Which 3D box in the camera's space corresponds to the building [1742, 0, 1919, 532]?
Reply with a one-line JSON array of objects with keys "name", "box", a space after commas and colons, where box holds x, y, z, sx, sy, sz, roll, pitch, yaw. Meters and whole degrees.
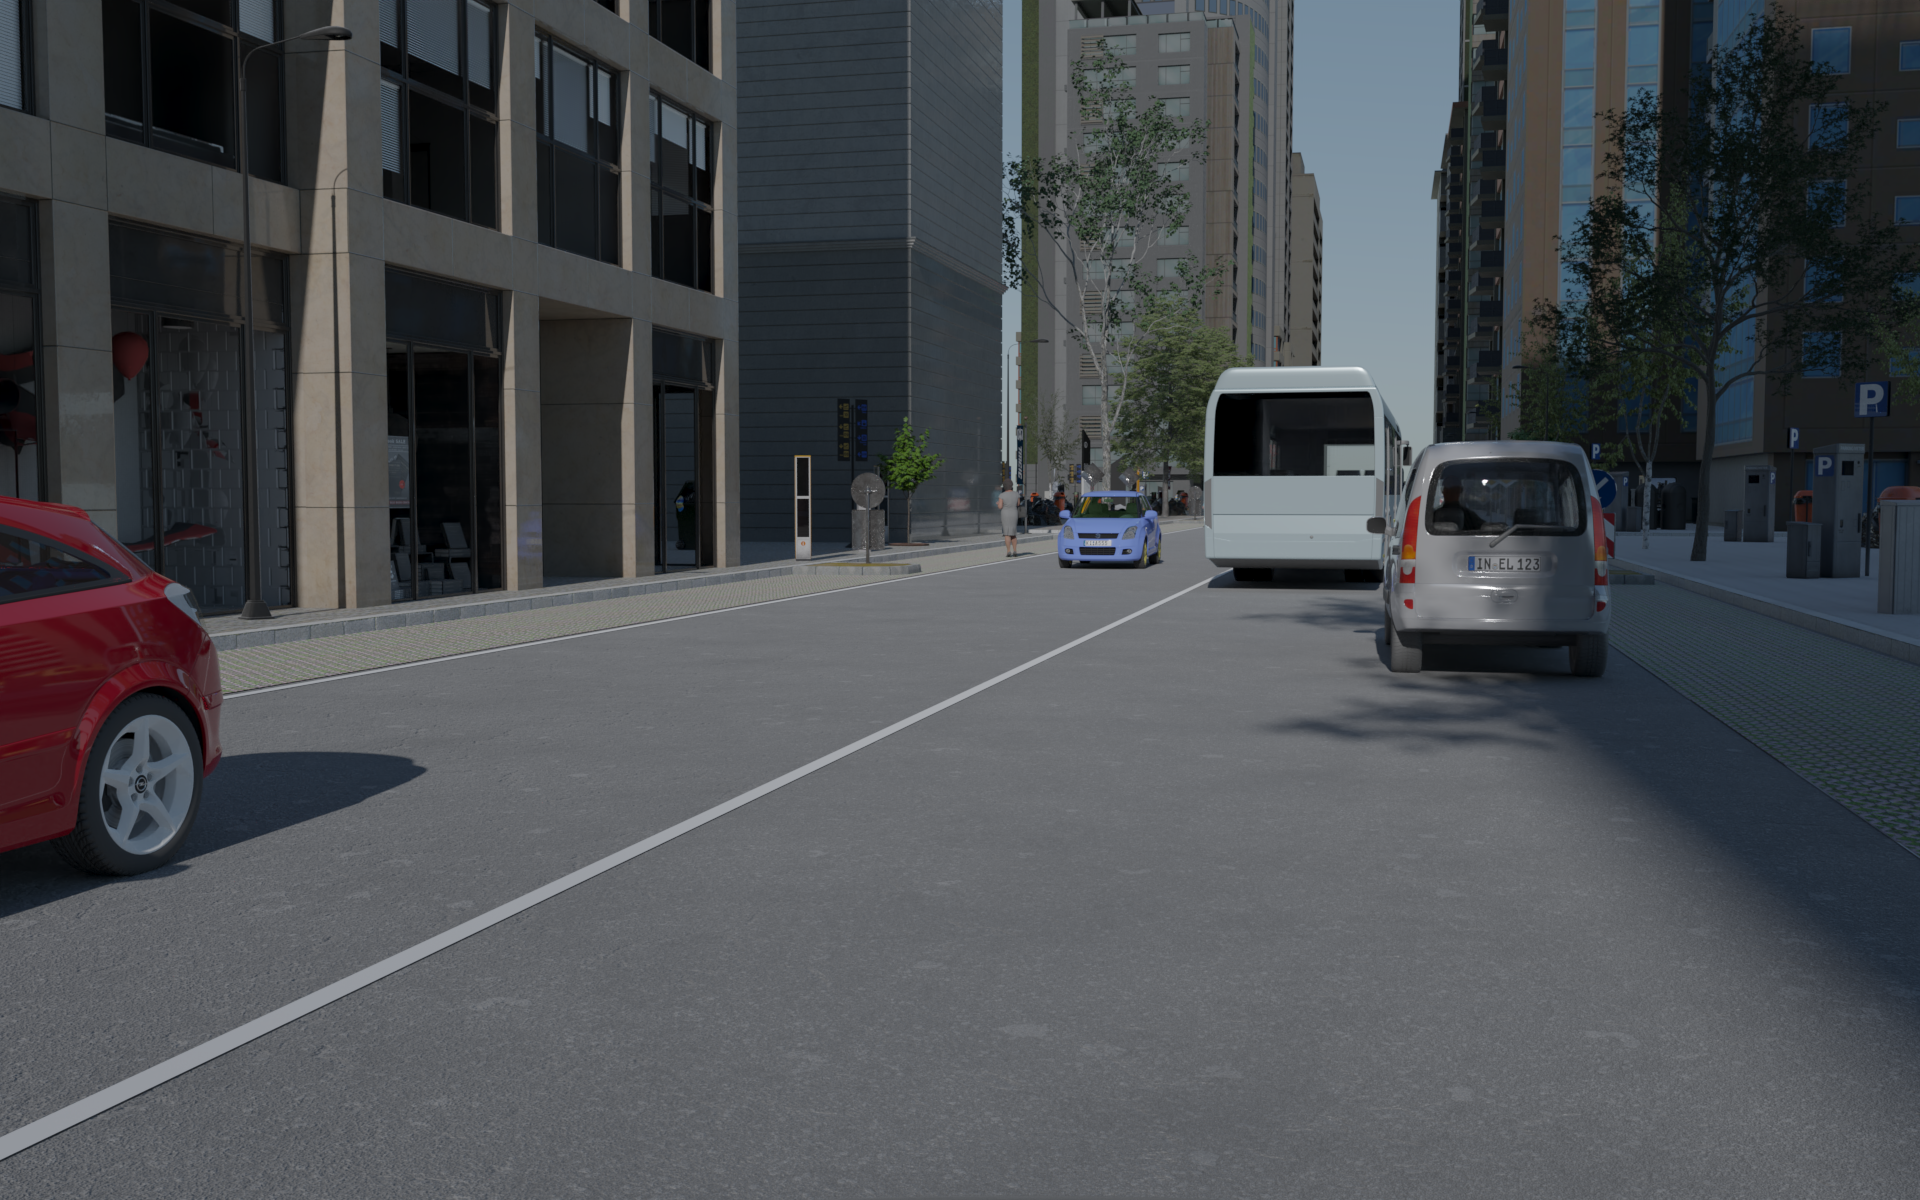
[{"name": "building", "box": [35.796, -25.222, 62.490, 14.200, 45.320, 14.600, 1, 4, 14]}]

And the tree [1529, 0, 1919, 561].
[{"name": "tree", "box": [14.476, -6.015, 32.761, 7.601, 10.594, 8.767, 1, 4, 18]}]

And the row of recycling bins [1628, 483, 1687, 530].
[{"name": "row of recycling bins", "box": [24.401, -3.402, 62.731, 3.534, 1.692, 1.069, 1, 4, 21]}]

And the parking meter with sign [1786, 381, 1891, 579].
[{"name": "parking meter with sign", "box": [13.442, -1.854, 26.570, 1.738, 3.016, 0.543, -2, 4, -28]}]

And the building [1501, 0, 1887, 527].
[{"name": "building", "box": [33.303, -26.358, 81.057, 14.600, 45.320, 14.200, 1, 4, 14]}]

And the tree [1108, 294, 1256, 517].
[{"name": "tree", "box": [12.125, -11.019, 98.291, 7.486, 12.596, 7.792, 0, 3, 0]}]

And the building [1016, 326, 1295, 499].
[{"name": "building", "box": [22.842, -21.425, 195.337, 27.650, 21.520, 28.899, 1, 4, 14]}]

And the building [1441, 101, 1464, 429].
[{"name": "building", "box": [64.392, -32.681, 188.963, 22.147, 44.769, 28.867, 1, 4, 14]}]

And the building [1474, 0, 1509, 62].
[{"name": "building", "box": [43.888, -27.780, 108.821, 22.147, 44.769, 28.867, 1, 4, 14]}]

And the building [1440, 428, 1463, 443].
[{"name": "building", "box": [56.534, -51.736, 158.548, 22.319, 86.520, 31.000, 1, 4, 14]}]

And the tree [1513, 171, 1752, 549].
[{"name": "tree", "box": [16.134, -5.505, 40.369, 4.737, 8.622, 4.395, 0, 3, 0]}]

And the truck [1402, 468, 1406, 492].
[{"name": "truck", "box": [42.859, -11.093, 171.123, 2.967, 4.110, 18.799, 1, 4, 12]}]

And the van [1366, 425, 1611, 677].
[{"name": "van", "box": [4.570, -0.493, 15.072, 2.013, 2.044, 4.112, 1, 4, 13]}]

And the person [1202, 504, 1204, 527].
[{"name": "person", "box": [10.693, -4.025, 74.174, 0.638, 1.841, 0.748, -2, 4, -32]}]

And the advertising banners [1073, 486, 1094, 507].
[{"name": "advertising banners", "box": [8.181, -7.216, 114.161, 0.090, 3.025, 2.074, -3, 5, -41]}]

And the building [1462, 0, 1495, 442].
[{"name": "building", "box": [47.483, -27.781, 137.816, 14.154, 41.232, 14.086, 1, 4, 14]}]

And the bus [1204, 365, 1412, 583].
[{"name": "bus", "box": [6.570, -2.233, 31.371, 2.948, 3.499, 13.247, 1, 4, 15]}]

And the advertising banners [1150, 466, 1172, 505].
[{"name": "advertising banners", "box": [12.459, -6.789, 107.190, 2.074, 3.025, 0.090, -3, 5, -45]}]

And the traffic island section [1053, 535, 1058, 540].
[{"name": "traffic island section", "box": [4.191, -2.017, 55.259, 2.009, 0.180, 2.903, 1, 4, 14]}]

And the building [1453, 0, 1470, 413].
[{"name": "building", "box": [71.709, -47.821, 220.117, 20.563, 71.187, 20.611, 1, 4, 14]}]

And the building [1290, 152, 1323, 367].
[{"name": "building", "box": [40.492, -38.325, 250.321, 21.300, 48.544, 21.600, 1, 4, 14]}]

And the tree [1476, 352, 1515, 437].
[{"name": "tree", "box": [23.425, -7.214, 68.305, 4.737, 8.622, 4.395, 0, 3, 0]}]

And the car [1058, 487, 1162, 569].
[{"name": "car", "box": [3.001, -1.518, 34.410, 1.945, 1.707, 3.694, 1, 4, 13]}]

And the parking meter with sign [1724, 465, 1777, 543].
[{"name": "parking meter with sign", "box": [21.306, -3.051, 46.141, 0.543, 3.016, 1.738, -3, 5, -42]}]

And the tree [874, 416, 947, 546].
[{"name": "tree", "box": [-1.398, -2.963, 43.046, 1.663, 3.219, 1.824, 0, 3, 0]}]

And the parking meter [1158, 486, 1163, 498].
[{"name": "parking meter", "box": [14.673, -7.399, 126.687, 0.399, 1.863, 0.255, 1, 4, 18]}]

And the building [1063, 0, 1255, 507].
[{"name": "building", "box": [16.878, -28.226, 145.085, 14.154, 41.232, 14.086, 1, 4, 14]}]

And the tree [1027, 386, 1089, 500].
[{"name": "tree", "box": [6.413, -10.291, 118.617, 4.360, 8.622, 3.978, 0, 3, 0]}]

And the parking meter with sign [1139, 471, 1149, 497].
[{"name": "parking meter with sign", "box": [13.960, -8.321, 132.305, 0.543, 3.016, 1.738, 1, 4, 22]}]

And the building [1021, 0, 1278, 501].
[{"name": "building", "box": [18.655, -38.158, 165.876, 21.231, 58.520, 28.212, 1, 4, 14]}]

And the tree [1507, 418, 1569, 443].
[{"name": "tree", "box": [24.585, -5.507, 73.748, 4.285, 4.588, 4.351, 0, 3, 0]}]

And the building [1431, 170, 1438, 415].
[{"name": "building", "box": [88.093, -41.614, 269.630, 28.713, 52.752, 27.495, 1, 4, 14]}]

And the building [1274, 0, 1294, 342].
[{"name": "building", "box": [35.481, -48.374, 229.166, 20.563, 71.187, 20.611, 1, 4, 14]}]

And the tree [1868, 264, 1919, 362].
[{"name": "tree", "box": [25.782, -5.762, 44.564, 4.737, 8.622, 4.395, 0, 3, 0]}]

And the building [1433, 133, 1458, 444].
[{"name": "building", "box": [82.222, -39.974, 242.808, 28.713, 52.752, 27.495, 1, 4, 14]}]

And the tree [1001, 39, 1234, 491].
[{"name": "tree", "box": [5.515, -13.409, 75.133, 12.611, 20.169, 13.585, 0, 3, 0]}]

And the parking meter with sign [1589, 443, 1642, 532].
[{"name": "parking meter with sign", "box": [22.398, -3.844, 59.111, 0.543, 3.016, 1.738, -3, 5, -39]}]

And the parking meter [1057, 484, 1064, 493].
[{"name": "parking meter", "box": [6.038, -5.998, 103.774, 0.399, 1.863, 0.255, -1, 4, -22]}]

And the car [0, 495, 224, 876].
[{"name": "car", "box": [-4.235, 0.229, 5.301, 2.155, 1.783, 4.494, 1, 4, 13]}]

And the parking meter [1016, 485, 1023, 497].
[{"name": "parking meter", "box": [3.696, -6.235, 107.645, 0.399, 1.863, 0.255, -1, 4, -13]}]

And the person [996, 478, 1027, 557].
[{"name": "person", "box": [1.161, -1.848, 39.076, 0.716, 1.782, 0.532, -1, 4, -20]}]

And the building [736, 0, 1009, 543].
[{"name": "building", "box": [-14.226, -16.879, 53.465, 29.804, 29.767, 11.434, 1, 4, 14]}]
